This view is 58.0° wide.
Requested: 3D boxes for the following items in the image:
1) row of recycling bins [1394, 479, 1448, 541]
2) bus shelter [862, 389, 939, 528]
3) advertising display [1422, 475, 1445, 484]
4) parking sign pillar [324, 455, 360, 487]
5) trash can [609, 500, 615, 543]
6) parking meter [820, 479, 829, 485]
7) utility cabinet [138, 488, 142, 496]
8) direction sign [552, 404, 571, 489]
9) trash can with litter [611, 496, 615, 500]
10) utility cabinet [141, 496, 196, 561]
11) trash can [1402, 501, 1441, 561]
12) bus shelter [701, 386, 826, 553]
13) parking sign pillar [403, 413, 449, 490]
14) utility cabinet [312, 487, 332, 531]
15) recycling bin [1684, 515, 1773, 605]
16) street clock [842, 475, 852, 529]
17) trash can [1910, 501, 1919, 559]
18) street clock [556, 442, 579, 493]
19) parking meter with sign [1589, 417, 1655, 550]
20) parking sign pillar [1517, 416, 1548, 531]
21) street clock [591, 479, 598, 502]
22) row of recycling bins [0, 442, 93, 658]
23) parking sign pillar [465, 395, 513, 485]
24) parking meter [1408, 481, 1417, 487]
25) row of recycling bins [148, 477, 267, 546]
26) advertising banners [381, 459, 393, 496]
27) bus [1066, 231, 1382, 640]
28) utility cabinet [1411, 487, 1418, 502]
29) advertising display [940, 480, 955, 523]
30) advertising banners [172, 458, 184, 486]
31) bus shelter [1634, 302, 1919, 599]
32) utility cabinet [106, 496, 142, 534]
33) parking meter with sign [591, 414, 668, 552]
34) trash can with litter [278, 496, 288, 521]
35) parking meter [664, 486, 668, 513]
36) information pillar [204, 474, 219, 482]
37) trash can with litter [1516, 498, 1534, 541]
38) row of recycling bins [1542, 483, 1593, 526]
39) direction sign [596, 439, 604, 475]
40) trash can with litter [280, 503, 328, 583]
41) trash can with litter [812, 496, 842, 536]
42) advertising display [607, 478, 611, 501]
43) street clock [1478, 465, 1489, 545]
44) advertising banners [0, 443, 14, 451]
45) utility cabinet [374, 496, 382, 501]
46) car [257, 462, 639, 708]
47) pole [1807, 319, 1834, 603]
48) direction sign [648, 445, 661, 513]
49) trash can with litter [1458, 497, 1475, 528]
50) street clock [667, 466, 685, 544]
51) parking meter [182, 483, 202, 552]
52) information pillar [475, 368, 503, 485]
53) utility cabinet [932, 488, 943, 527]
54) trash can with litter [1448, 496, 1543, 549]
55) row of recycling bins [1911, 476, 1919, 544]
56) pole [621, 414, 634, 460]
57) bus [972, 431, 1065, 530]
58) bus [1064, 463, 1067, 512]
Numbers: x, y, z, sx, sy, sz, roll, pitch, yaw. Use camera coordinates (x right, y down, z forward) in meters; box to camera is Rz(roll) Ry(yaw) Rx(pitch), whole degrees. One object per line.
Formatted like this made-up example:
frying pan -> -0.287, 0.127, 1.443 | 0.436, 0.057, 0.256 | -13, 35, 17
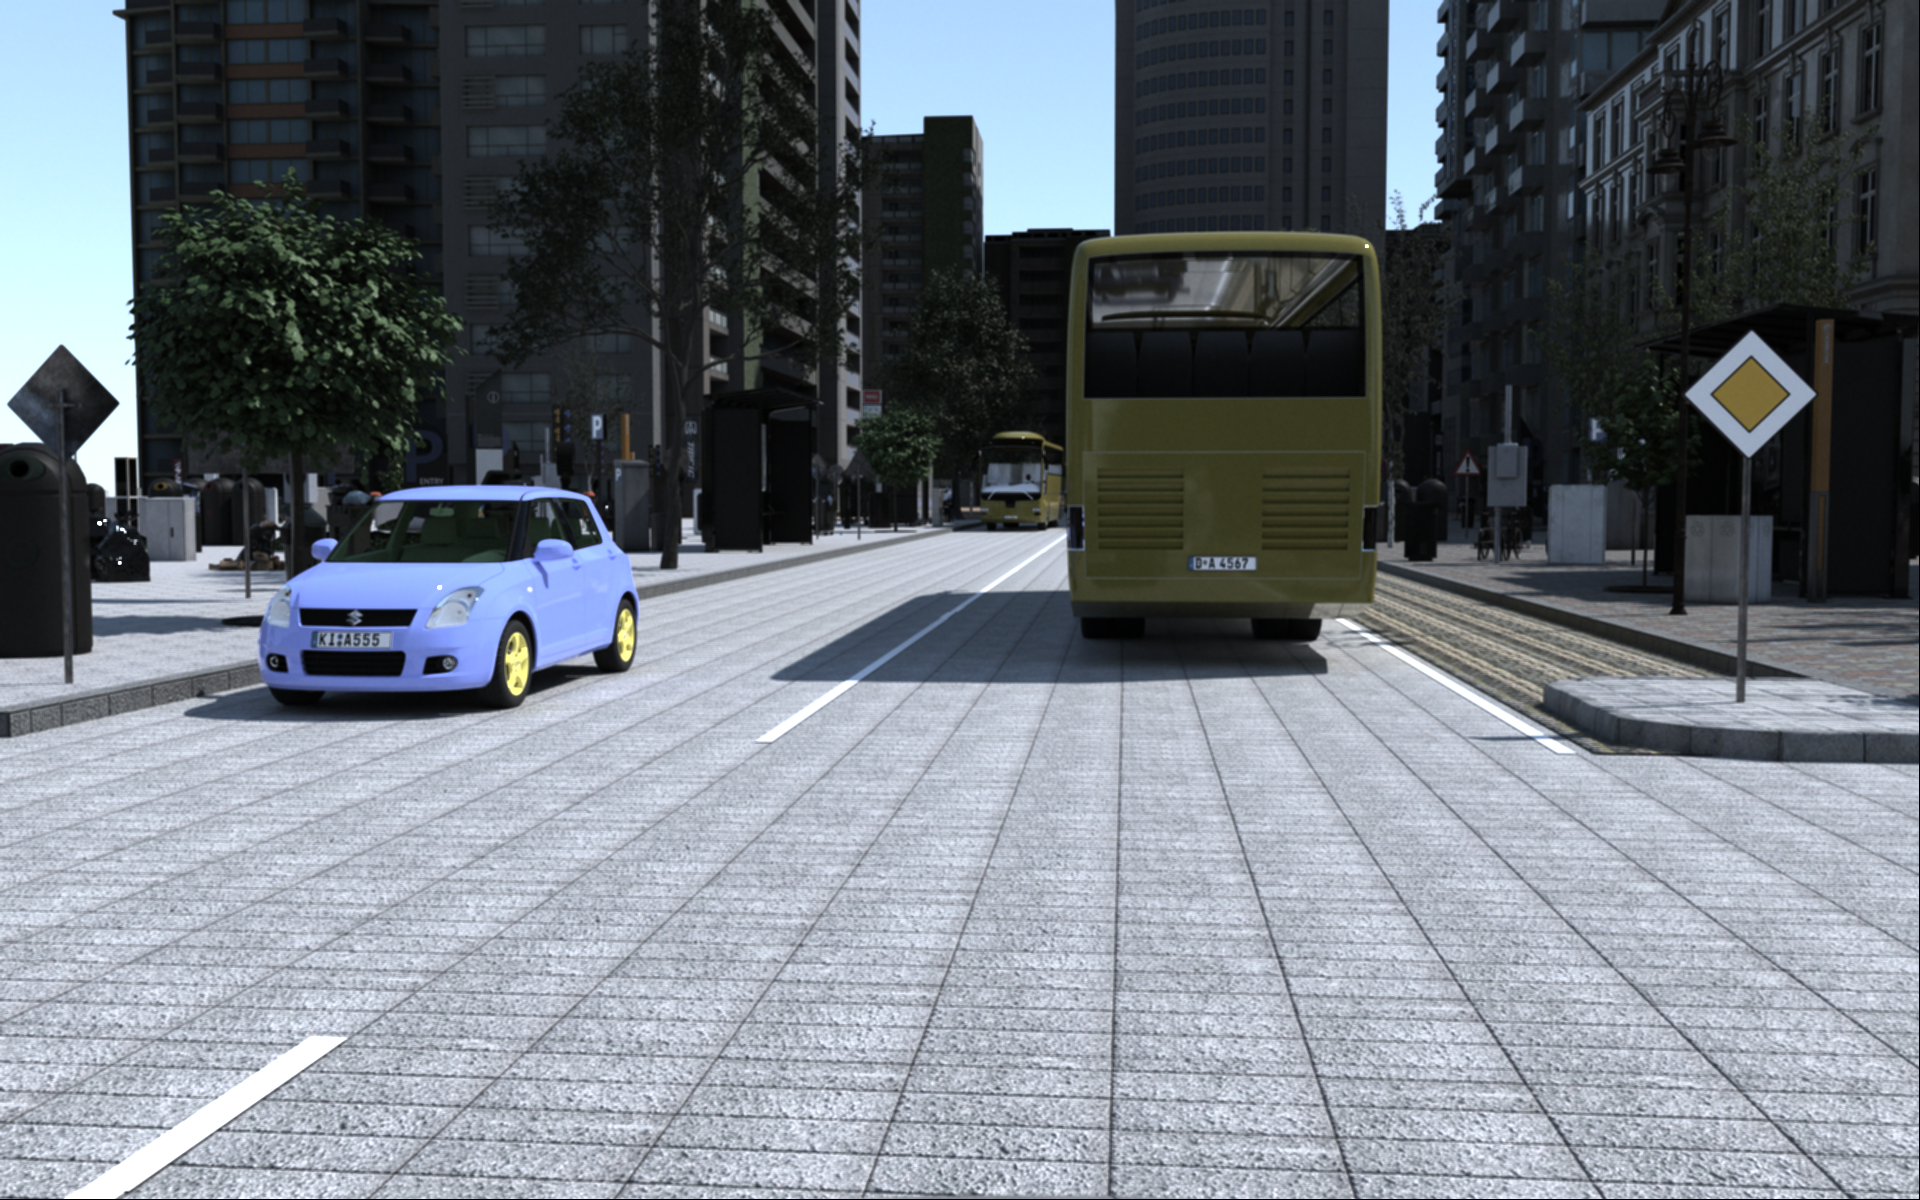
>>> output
row of recycling bins -> 11.636, -2.489, 47.809 | 3.534, 1.692, 1.069 | 1, 4, 13
bus shelter -> -2.406, -5.592, 69.059 | 2.179, 5.291, 8.768 | 0, 4, 6
advertising display -> 15.960, -3.257, 58.465 | 0.123, 1.923, 0.974 | -2, 4, -27
parking sign pillar -> -24.224, -4.855, 67.856 | 1.447, 3.967, 1.447 | -2, 4, -27
trash can -> -8.013, -1.823, 41.458 | 0.748, 1.137, 0.748 | 0, 3, 0
parking meter -> -5.254, -3.748, 66.994 | 0.399, 1.863, 0.255 | 0, 4, -4
utility cabinet -> -27.192, -2.955, 56.994 | 0.318, 1.500, 1.173 | -3, 4, -38
direction sign -> -10.118, -3.185, 44.073 | 0.379, 3.537, 0.876 | 1, 4, 16
trash can with litter -> -17.123, -4.708, 88.035 | 2.233, 1.210, 1.678 | 0, 4, 2
utility cabinet -> -15.152, -1.350, 33.238 | 1.020, 1.237, 0.306 | 2, 4, 24
trash can -> 8.835, -1.318, 33.202 | 0.748, 1.137, 0.748 | 0, 3, 0
bus shelter -> -4.549, -3.040, 40.988 | 1.731, 3.624, 6.357 | 0, 4, 6
parking sign pillar -> -16.227, -3.924, 52.637 | 1.447, 3.967, 1.447 | -1, 4, -16
utility cabinet -> -20.264, -2.861, 55.456 | 0.318, 1.500, 1.173 | 2, 4, 34
recycling bin -> 9.061, -0.482, 20.428 | 0.722, 1.027, 0.722 | -3, 4, -36
street clock -> -4.157, -3.618, 63.719 | 0.358, 2.002, 0.471 | -1, 4, -16
trash can -> 18.724, -1.387, 34.332 | 0.748, 1.137, 0.748 | 0, 3, 0
street clock -> -5.465, -1.192, 24.055 | 0.358, 2.002, 0.471 | -1, 4, -9
parking meter with sign -> 15.238, -2.655, 39.675 | 1.738, 3.016, 0.543 | -2, 4, -26
parking sign pillar -> 19.852, -4.395, 60.333 | 1.447, 3.967, 1.447 | 3, 5, 43
street clock -> -17.191, -4.706, 81.507 | 0.471, 2.002, 0.358 | -1, 4, -16
row of recycling bins -> -8.760, -0.427, 14.088 | 3.534, 1.692, 1.069 | 0, 4, 7
parking sign pillar -> -12.901, -3.612, 47.535 | 1.447, 3.967, 1.447 | 2, 4, 33
parking meter -> 20.007, -4.343, 76.716 | 0.399, 1.863, 0.255 | 1, 4, 23
row of recycling bins -> -18.982, -2.237, 43.695 | 3.534, 1.692, 1.069 | 1, 4, 21
advertising banners -> -28.705, -5.553, 86.987 | 0.090, 3.025, 2.074 | 0, 4, 4
bus -> 2.614, -1.737, 19.954 | 2.896, 3.916, 12.252 | 0, 4, 5
utility cabinet -> 14.288, -2.811, 54.634 | 1.173, 1.500, 0.318 | -2, 4, -26
advertising display -> -0.579, -4.438, 77.775 | 0.123, 1.923, 0.974 | -3, 4, -37
advertising banners -> -36.755, -5.321, 83.184 | 2.074, 3.025, 0.090 | 0, 4, -5
bus shelter -> 11.192, -2.018, 24.280 | 1.731, 3.624, 6.357 | 0, 4, 6
utility cabinet -> -22.825, -2.222, 47.490 | 1.020, 1.237, 0.306 | -1, 4, -18
parking meter with sign -> -7.259, -2.579, 38.433 | 1.738, 3.016, 0.543 | -3, 5, -41
trash can with litter -> -32.900, -4.375, 82.589 | 2.233, 1.210, 1.678 | 0, 4, -5
parking meter -> -9.286, -2.883, 55.555 | 0.372, 1.533, 0.369 | 0, 3, 0
information pillar -> -25.808, -4.179, 59.686 | 0.504, 3.616, 0.183 | -1, 4, -19
trash can with litter -> 15.408, -2.208, 47.487 | 0.624, 1.170, 1.055 | 1, 4, 19
row of recycling bins -> 22.174, -3.522, 64.694 | 3.534, 1.692, 1.069 | 0, 4, -8
direction sign -> -14.819, -4.854, 71.353 | 0.379, 3.537, 0.876 | 0, 4, 5
trash can with litter -> -8.568, -0.718, 23.130 | 1.055, 1.170, 0.624 | 2, 4, 30
trash can with litter -> -4.513, -2.632, 54.095 | 1.678, 1.210, 2.233 | 0, 4, -5
advertising display -> -14.154, -3.955, 69.877 | 0.123, 1.923, 0.974 | -1, 4, -11
street clock -> 13.074, -2.359, 43.139 | 0.358, 2.002, 0.471 | 1, 4, 11
advertising banners -> -32.087, -3.886, 59.727 | 2.074, 3.025, 0.090 | 0, 4, 1
utility cabinet -> -21.597, -3.326, 65.542 | 1.020, 1.237, 0.306 | -2, 4, -31
car -> -3.657, -0.195, 12.782 | 1.945, 1.707, 3.694 | 0, 4, 7
pole -> 10.106, -1.620, 20.335 | 0.158, 3.312, 0.155 | 0, 3, 0
direction sign -> -14.090, -5.380, 79.966 | 0.876, 3.537, 0.379 | 3, 5, 43
trash can with litter -> 19.233, -3.329, 65.810 | 0.624, 1.170, 1.055 | 1, 4, 13
street clock -> -7.236, -2.421, 44.147 | 0.358, 2.002, 0.471 | -3, 5, -43
parking meter -> -16.899, -1.816, 38.099 | 0.372, 1.533, 0.369 | 0, 3, 0
information pillar -> -8.686, -2.487, 32.021 | 0.504, 3.616, 0.183 | -1, 4, -21
utility cabinet -> -0.867, -3.624, 67.930 | 0.318, 1.500, 1.173 | 0, 4, 6
trash can with litter -> 12.800, -1.842, 41.169 | 1.678, 1.210, 2.233 | -2, 4, -25
row of recycling bins -> 21.954, -2.062, 40.822 | 3.534, 1.692, 1.069 | 3, 4, 38
pole -> -8.502, -3.073, 44.079 | 0.158, 3.312, 0.155 | 0, 3, 0
bus -> 2.670, -4.890, 71.504 | 2.896, 3.916, 12.252 | 0, 4, 7
bus -> 9.191, -8.947, 137.828 | 2.896, 3.916, 12.252 | 0, 4, 5
